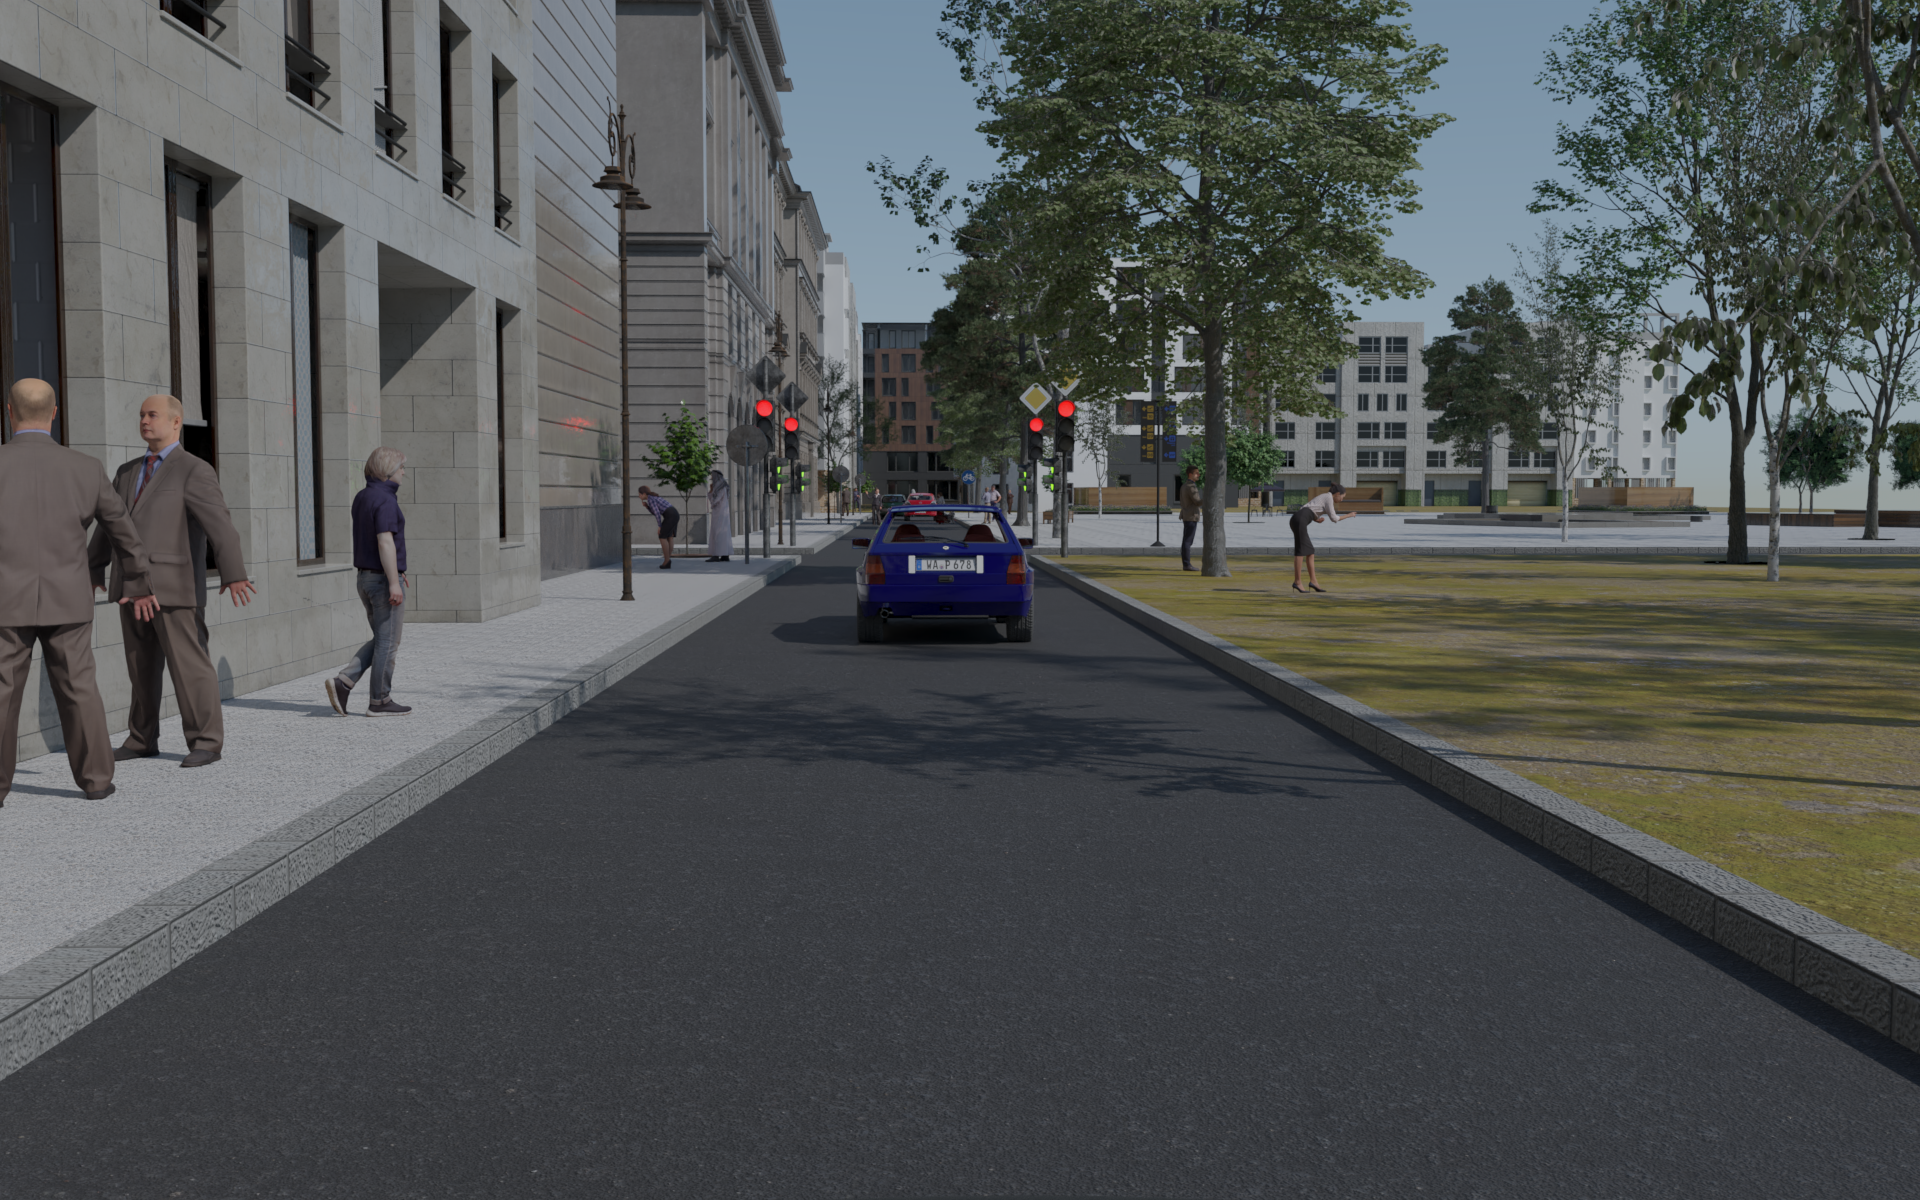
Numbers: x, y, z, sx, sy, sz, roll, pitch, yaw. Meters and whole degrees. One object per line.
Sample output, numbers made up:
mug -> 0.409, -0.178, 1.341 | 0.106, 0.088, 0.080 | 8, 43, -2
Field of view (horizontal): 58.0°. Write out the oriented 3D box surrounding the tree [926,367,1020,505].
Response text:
tree -> 1.268, -11.873, 116.176 | 6.751, 12.117, 7.091 | 0, 3, 0

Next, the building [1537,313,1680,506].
building -> 68.745, -20.229, 187.171 | 11.380, 20.091, 16.016 | 0, 4, -2

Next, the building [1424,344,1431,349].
building -> 57.930, -21.822, 213.212 | 11.380, 20.091, 16.016 | 0, 4, -2

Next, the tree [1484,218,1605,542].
tree -> 16.051, -5.838, 45.807 | 4.360, 8.622, 3.978 | 0, 3, 0

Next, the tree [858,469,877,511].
tree -> -7.320, -8.397, 131.897 | 1.663, 3.219, 1.824 | 0, 3, 0

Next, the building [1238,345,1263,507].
building -> 25.439, -20.132, 185.584 | 11.380, 20.091, 16.016 | 0, 4, -2

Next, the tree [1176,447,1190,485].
tree -> 14.414, -7.303, 103.114 | 4.285, 4.588, 4.351 | 0, 3, 0

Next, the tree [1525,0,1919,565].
tree -> 14.345, -6.473, 31.585 | 9.928, 11.665, 9.643 | 0, 3, 0

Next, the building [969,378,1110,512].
building -> 5.515, -11.805, 135.155 | 9.099, 9.664, 28.070 | 0, 4, -2

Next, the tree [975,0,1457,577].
tree -> 3.715, -6.616, 26.303 | 7.486, 12.596, 7.792 | 0, 3, 0

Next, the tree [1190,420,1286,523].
tree -> 12.818, -5.691, 76.757 | 4.285, 4.588, 4.351 | 0, 3, 0

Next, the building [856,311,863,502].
building -> -17.579, -18.974, 166.647 | 16.016, 20.091, 11.380 | 0, 4, -2

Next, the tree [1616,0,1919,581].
tree -> 11.955, -4.565, 24.998 | 4.360, 8.622, 3.978 | 0, 3, 0

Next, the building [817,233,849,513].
building -> -15.902, -16.329, 123.400 | 16.016, 20.091, 11.380 | 0, 4, -2

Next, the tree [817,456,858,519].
tree -> -6.347, -5.723, 88.173 | 1.663, 3.219, 1.824 | 0, 3, 0

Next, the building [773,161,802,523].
building -> -13.025, -12.953, 76.402 | 10.561, 19.102, 19.286 | 0, 4, -2

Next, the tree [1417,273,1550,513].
tree -> 29.807, -11.702, 98.753 | 7.806, 13.903, 7.818 | 0, 3, 0

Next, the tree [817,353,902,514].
tree -> -8.018, -10.979, 113.923 | 8.767, 10.594, 7.601 | -1, 4, -10

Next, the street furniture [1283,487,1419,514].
street furniture -> 24.233, -6.522, 113.492 | 11.010, 1.723, 9.812 | 1, 4, 13

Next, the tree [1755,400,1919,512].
tree -> 54.372, -8.608, 103.645 | 11.467, 7.101, 20.602 | -1, 4, -22

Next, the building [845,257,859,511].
building -> -17.311, -17.024, 144.798 | 16.747, 18.905, 31.486 | 0, 4, -2

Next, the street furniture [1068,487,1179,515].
street furniture -> 8.991, -6.367, 110.950 | 9.812, 1.723, 11.010 | 0, 4, -8

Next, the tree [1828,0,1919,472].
tree -> 10.814, -4.072, 16.938 | 4.737, 8.622, 4.395 | 0, 3, 0

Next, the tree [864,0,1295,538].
tree -> 3.579, -11.935, 51.026 | 12.611, 20.169, 13.585 | 0, 3, 0

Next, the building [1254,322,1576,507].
building -> 47.326, -19.570, 186.429 | 31.486, 18.905, 16.747 | 0, 4, -2

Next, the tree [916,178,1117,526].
tree -> 2.458, -9.867, 68.756 | 7.806, 13.903, 7.818 | 0, 3, 0

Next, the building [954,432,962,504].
building -> 7.391, -20.238, 187.307 | 16.016, 20.091, 11.380 | 0, 4, -2

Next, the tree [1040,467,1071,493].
tree -> 5.553, -6.700, 104.153 | 1.663, 3.219, 1.824 | 0, 3, 0

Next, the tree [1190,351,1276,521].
tree -> 12.735, -8.106, 82.890 | 4.360, 8.622, 3.978 | 0, 3, 0

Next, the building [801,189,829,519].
building -> -12.950, -14.132, 95.691 | 10.561, 19.102, 19.286 | 0, 4, -2

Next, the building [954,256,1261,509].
building -> 14.067, -19.664, 165.483 | 27.936, 21.610, 32.646 | 0, 4, -2

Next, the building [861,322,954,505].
building -> 4.285, -22.820, 217.076 | 32.646, 21.610, 27.936 | 0, 4, -2

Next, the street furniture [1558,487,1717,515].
street furniture -> 42.204, -6.284, 109.590 | 9.812, 1.723, 11.010 | -1, 4, -18

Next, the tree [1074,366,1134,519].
tree -> 7.265, -8.566, 90.414 | 4.360, 8.622, 3.978 | 0, 3, 0

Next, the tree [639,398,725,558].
tree -> -5.675, -2.476, 35.076 | 1.663, 3.219, 1.824 | 0, 3, 0
